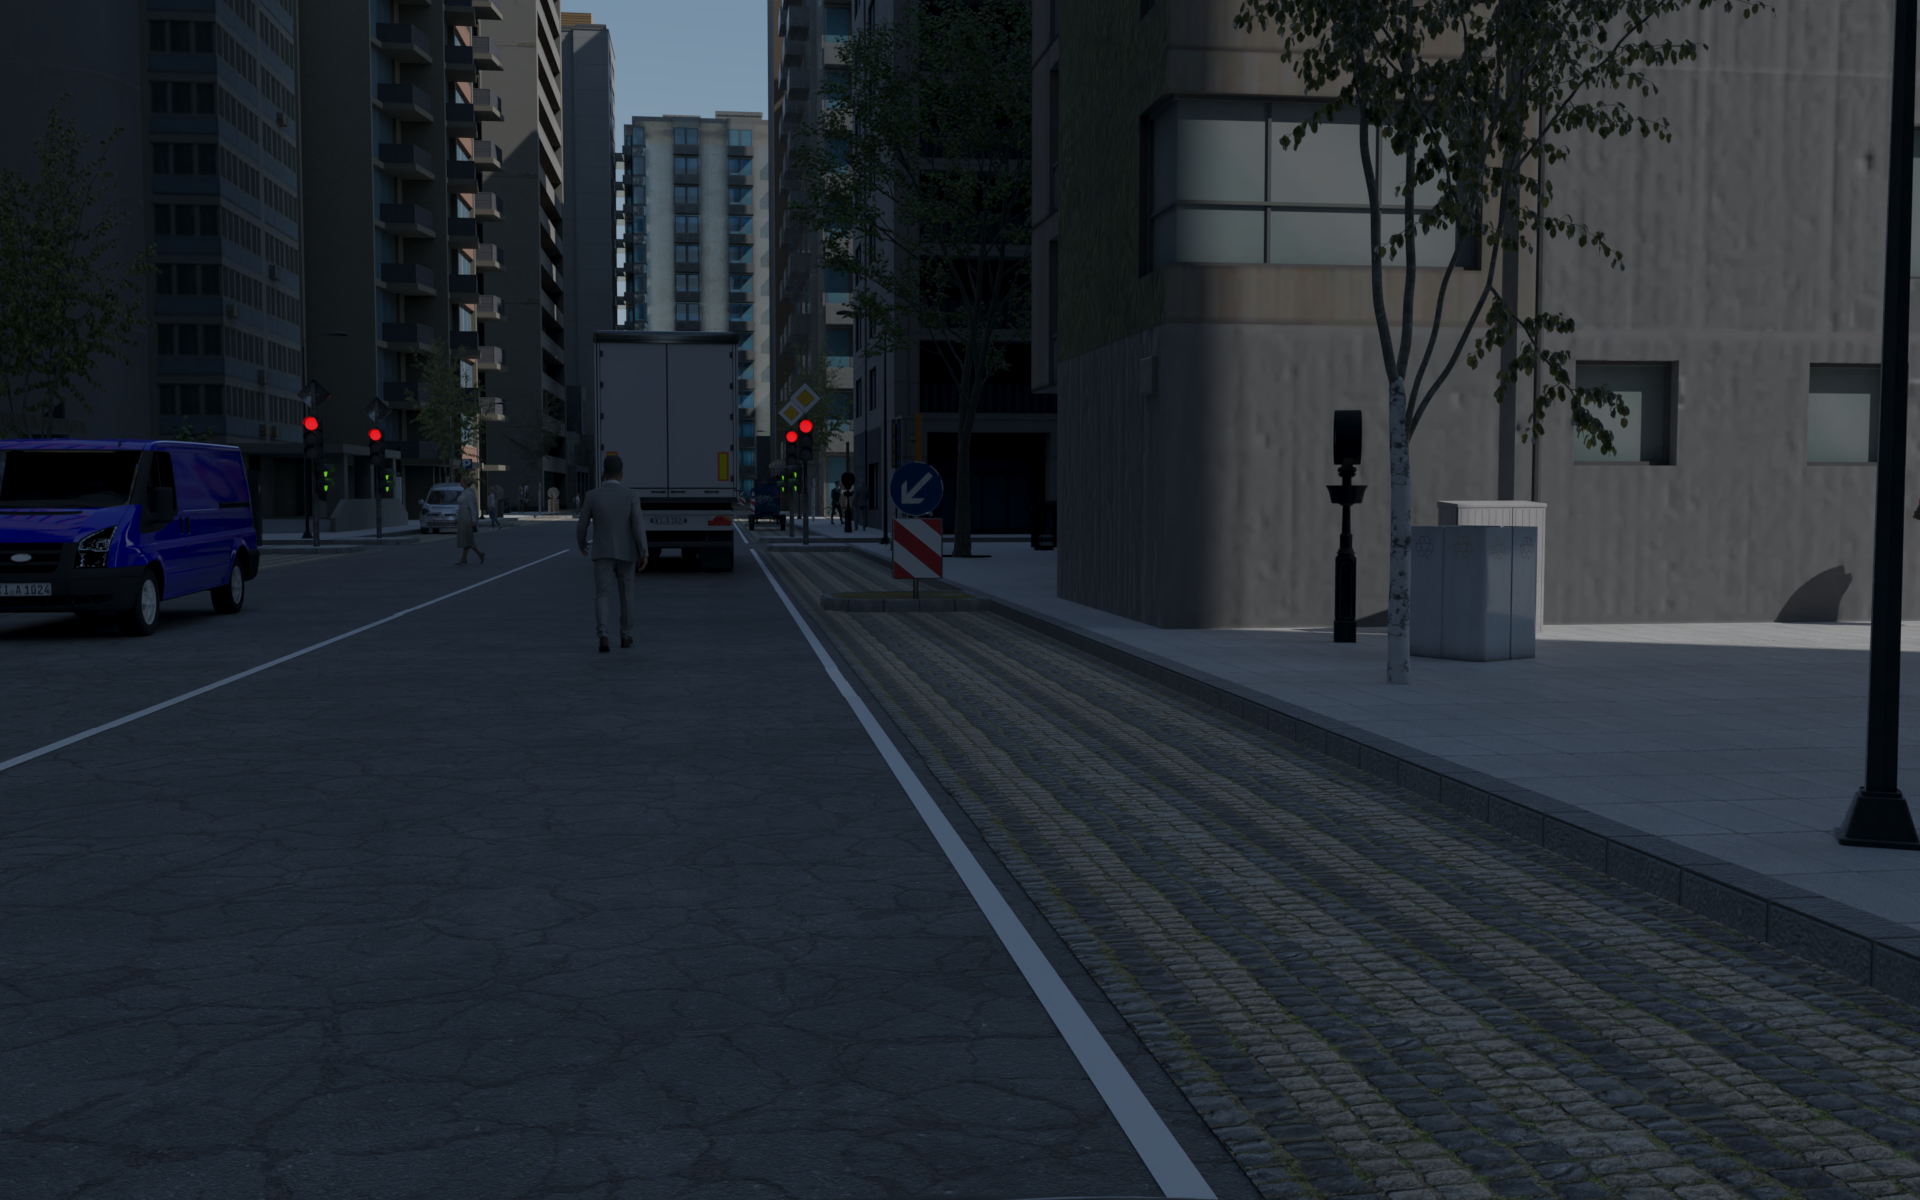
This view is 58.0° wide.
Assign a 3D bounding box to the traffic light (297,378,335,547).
[{"bbox_3d":[-15.665,-3.252,42.097,0.839,4.253,0.868,0,4,-8],"label":"traffic light"}]

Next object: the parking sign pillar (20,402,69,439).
[{"bbox_3d":[-26.769,-3.808,50.736,1.447,3.967,1.447,0,4,1],"label":"parking sign pillar"}]

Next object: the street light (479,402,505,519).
[{"bbox_3d":[-23.658,-7.036,87.587,1.470,5.913,1.316,0,4,-8],"label":"street light"}]

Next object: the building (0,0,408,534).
[{"bbox_3d":[-37.774,-22.590,61.222,32.217,40.220,23.993,0,4,-8],"label":"building"}]

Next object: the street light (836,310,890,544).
[{"bbox_3d":[-2.433,-4.369,43.971,1.470,5.913,1.316,0,4,-8],"label":"street light"}]

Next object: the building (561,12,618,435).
[{"bbox_3d":[-56.929,-41.139,214.627,28.212,58.520,21.231,0,4,-8],"label":"building"}]

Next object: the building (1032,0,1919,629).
[{"bbox_3d":[7.914,-20.752,22.898,14.154,41.232,14.086,0,4,-8],"label":"building"}]

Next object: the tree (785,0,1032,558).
[{"bbox_3d":[0.217,-6.667,34.764,9.928,11.665,9.643,0,3,0],"label":"tree"}]

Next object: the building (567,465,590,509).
[{"bbox_3d":[-43.916,-43.710,152.903,20.563,71.187,20.611,0,4,-8],"label":"building"}]

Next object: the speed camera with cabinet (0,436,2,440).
[{"bbox_3d":[-28.779,-3.444,50.651,2.038,3.252,0.660,0,4,5],"label":"speed camera with cabinet"}]

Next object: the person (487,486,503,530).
[{"bbox_3d":[-18.550,-3.662,69.052,0.598,1.740,0.731,-2,4,-24],"label":"person"}]

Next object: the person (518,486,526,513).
[{"bbox_3d":[-29.070,-6.647,114.900,0.537,1.800,0.526,-1,4,-17],"label":"person"}]

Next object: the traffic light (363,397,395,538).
[{"bbox_3d":[-16.787,-3.736,50.004,0.839,4.253,0.868,0,4,-8],"label":"traffic light"}]

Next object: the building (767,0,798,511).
[{"bbox_3d":[-7.916,-29.750,136.526,14.600,45.320,14.200,0,4,-8],"label":"building"}]

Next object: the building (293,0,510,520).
[{"bbox_3d":[-37.434,-26.986,95.840,22.147,44.769,28.867,0,4,-8],"label":"building"}]

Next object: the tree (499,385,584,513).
[{"bbox_3d":[-28.595,-10.180,116.803,4.360,8.622,3.978,0,3,0],"label":"tree"}]

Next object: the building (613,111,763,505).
[{"bbox_3d":[-27.960,-36.694,219.550,30.456,49.044,23.786,0,4,-8],"label":"building"}]

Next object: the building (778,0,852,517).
[{"bbox_3d":[0.115,-29.897,108.420,23.786,49.044,30.456,0,4,-8],"label":"building"}]

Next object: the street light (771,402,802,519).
[{"bbox_3d":[-8.695,-7.051,87.828,1.470,5.913,1.316,0,4,-8],"label":"street light"}]

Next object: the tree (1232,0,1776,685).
[{"bbox_3d":[3.078,-3.725,11.263,4.360,8.622,3.978,0,3,0],"label":"tree"}]

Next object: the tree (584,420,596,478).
[{"bbox_3d":[-37.472,-13.636,173.314,4.360,8.622,3.978,0,3,0],"label":"tree"}]

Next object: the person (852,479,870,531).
[{"bbox_3d":[-3.484,-3.331,60.678,0.661,1.801,0.590,-2,4,-23],"label":"person"}]

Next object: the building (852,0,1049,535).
[{"bbox_3d":[6.968,-38.217,63.101,20.611,71.187,20.563,0,4,-8],"label":"building"}]

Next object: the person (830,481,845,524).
[{"bbox_3d":[-5.158,-4.118,73.151,0.755,1.850,0.659,2,4,35],"label":"person"}]

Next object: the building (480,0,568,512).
[{"bbox_3d":[-42.131,-31.123,132.570,21.300,48.544,21.600,0,4,-8],"label":"building"}]

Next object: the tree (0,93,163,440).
[{"bbox_3d":[-17.216,-5.018,32.407,4.737,8.622,4.395,0,3,0],"label":"tree"}]

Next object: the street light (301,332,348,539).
[{"bbox_3d":[-18.233,-4.720,49.716,1.470,5.913,1.316,0,4,-8],"label":"street light"}]

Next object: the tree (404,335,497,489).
[{"bbox_3d":[-23.575,-7.923,79.901,4.737,8.622,4.395,0,3,0],"label":"tree"}]

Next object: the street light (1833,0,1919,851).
[{"bbox_3d":[2.856,-2.055,6.146,1.470,5.913,1.316,0,4,-8],"label":"street light"}]

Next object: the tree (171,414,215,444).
[{"bbox_3d":[-18.774,-2.896,41.943,1.663,3.219,1.824,0,3,0],"label":"tree"}]

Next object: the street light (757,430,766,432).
[{"bbox_3d":[-14.082,-9.404,126.299,1.470,5.913,1.316,0,4,-8],"label":"street light"}]

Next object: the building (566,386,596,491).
[{"bbox_3d":[-55.077,-53.310,184.288,31.000,86.520,22.319,0,4,-8],"label":"building"}]

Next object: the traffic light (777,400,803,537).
[{"bbox_3d":[-5.045,-3.838,51.680,0.839,4.253,0.868,0,4,-8],"label":"traffic light"}]

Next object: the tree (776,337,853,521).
[{"bbox_3d":[-6.874,-7.999,81.147,4.737,8.622,4.395,0,3,0],"label":"tree"}]

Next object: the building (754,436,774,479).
[{"bbox_3d":[-10.686,-53.376,185.376,22.319,86.520,31.000,0,4,-8],"label":"building"}]

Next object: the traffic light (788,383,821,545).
[{"bbox_3d":[-3.923,-3.355,43.773,0.839,4.253,0.868,0,4,-8],"label":"traffic light"}]
